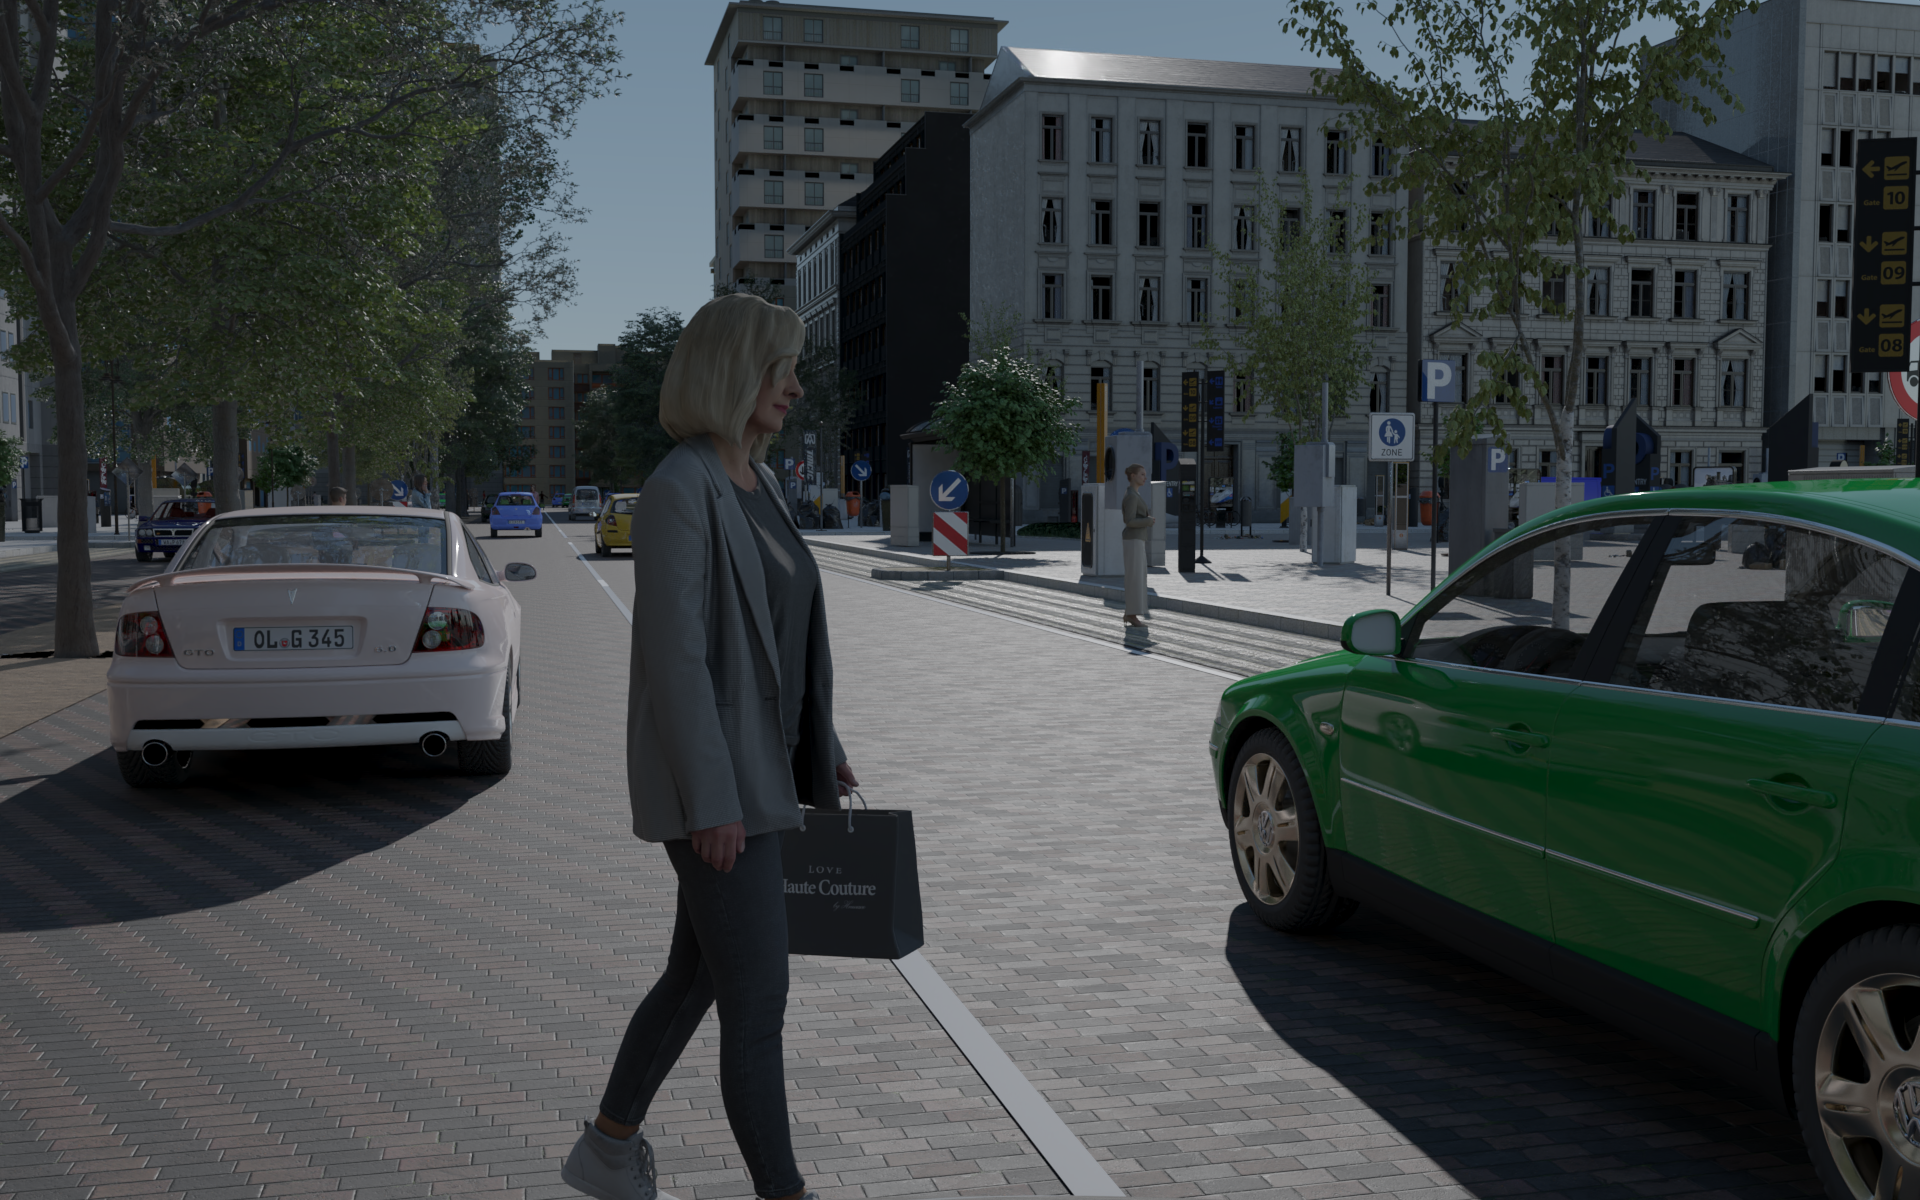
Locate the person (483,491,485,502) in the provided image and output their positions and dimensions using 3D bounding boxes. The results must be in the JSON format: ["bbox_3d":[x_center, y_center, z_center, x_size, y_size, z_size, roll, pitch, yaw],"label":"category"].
[{"bbox_3d":[-53.374,-11.374,194.405,0.705,1.831,1.348,0,4,-7],"label":"person"}]

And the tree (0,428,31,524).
[{"bbox_3d":[-41.627,-5.531,74.139,4.285,4.588,4.351,0,3,0],"label":"tree"}]

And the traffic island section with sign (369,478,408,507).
[{"bbox_3d":[-18.157,-2.934,56.104,2.006,1.907,1.989,-1,4,-14],"label":"traffic island section with sign"}]

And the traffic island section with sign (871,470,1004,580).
[{"bbox_3d":[-0.460,-1.278,29.517,1.989,1.847,2.006,-1,4,-14],"label":"traffic island section with sign"}]

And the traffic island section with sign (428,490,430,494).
[{"bbox_3d":[-55.296,-10.494,180.210,1.989,1.847,2.006,-1,4,-14],"label":"traffic island section with sign"}]

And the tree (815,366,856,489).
[{"bbox_3d":[-7.470,-8.866,95.322,4.360,8.622,3.978,0,3,0],"label":"tree"}]

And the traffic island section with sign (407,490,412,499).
[{"bbox_3d":[-48.800,-8.894,154.046,1.989,1.847,2.006,-1,4,-14],"label":"traffic island section with sign"}]

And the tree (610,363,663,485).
[{"bbox_3d":[-26.534,-14.132,149.184,7.486,12.596,7.792,0,3,0],"label":"tree"}]

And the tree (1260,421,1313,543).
[{"bbox_3d":[8.831,-3.136,45.877,1.663,3.219,1.824,0,3,0],"label":"tree"}]

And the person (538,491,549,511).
[{"bbox_3d":[-36.392,-8.659,150.903,1.217,1.723,0.721,0,4,3],"label":"person"}]

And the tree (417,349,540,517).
[{"bbox_3d":[-31.263,-11.562,108.509,9.611,12.733,9.660,0,3,0],"label":"tree"}]

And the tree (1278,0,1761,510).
[{"bbox_3d":[5.183,-3.977,15.392,4.737,8.622,4.395,0,3,0],"label":"tree"}]

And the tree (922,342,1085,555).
[{"bbox_3d":[0.853,-3.269,37.157,4.285,4.588,4.351,0,3,0],"label":"tree"}]

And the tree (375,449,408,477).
[{"bbox_3d":[-59.857,-15.363,185.591,8.767,10.594,7.601,2,4,26],"label":"tree"}]

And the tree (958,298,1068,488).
[{"bbox_3d":[1.741,-7.021,65.155,4.737,8.622,4.395,0,3,0],"label":"tree"}]

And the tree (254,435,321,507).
[{"bbox_3d":[-36.429,-6.732,93.780,4.285,4.588,4.351,0,3,0],"label":"tree"}]

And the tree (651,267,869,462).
[{"bbox_3d":[-7.934,-8.342,70.801,8.767,10.594,7.601,-1,4,-16],"label":"tree"}]

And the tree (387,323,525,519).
[{"bbox_3d":[-28.686,-10.448,99.030,9.928,11.665,9.643,0,3,0],"label":"tree"}]

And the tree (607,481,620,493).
[{"bbox_3d":[-41.286,-12.977,206.768,1.663,3.219,1.824,0,3,0],"label":"tree"}]

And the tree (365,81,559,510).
[{"bbox_3d":[-24.634,-13.351,76.641,12.611,20.169,13.585,0,3,0],"label":"tree"}]

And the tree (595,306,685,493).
[{"bbox_3d":[-19.430,-12.866,117.010,9.857,13.997,8.962,0,3,0],"label":"tree"}]

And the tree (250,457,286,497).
[{"bbox_3d":[-35.975,-5.848,90.218,1.663,3.219,1.824,0,3,0],"label":"tree"}]

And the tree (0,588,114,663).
[{"bbox_3d":[-7.672,-6.226,14.627,12.009,13.543,11.850,0,3,0],"label":"tree"}]

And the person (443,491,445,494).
[{"bbox_3d":[-48.877,-9.501,164.363,0.617,1.759,0.750,1,4,22],"label":"person"}]

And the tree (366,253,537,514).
[{"bbox_3d":[-26.279,-10.990,88.802,9.857,13.997,8.962,0,3,0],"label":"tree"}]

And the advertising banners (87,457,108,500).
[{"bbox_3d":[-40.420,-5.161,80.572,0.090,3.025,2.074,1,4,20],"label":"advertising banners"}]

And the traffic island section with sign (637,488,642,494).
[{"bbox_3d":[-20.175,-6.143,109.073,1.989,1.847,2.006,-1,4,-14],"label":"traffic island section with sign"}]

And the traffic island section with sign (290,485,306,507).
[{"bbox_3d":[-30.258,-4.318,79.227,1.989,1.847,2.006,-1,4,-14],"label":"traffic island section with sign"}]

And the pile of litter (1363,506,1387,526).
[{"bbox_3d":[16.869,-3.451,70.392,1.719,0.858,1.176,-3,5,-41],"label":"pile of litter"}]

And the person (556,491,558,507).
[{"bbox_3d":[-44.641,-11.164,191.588,0.434,1.755,0.990,0,4,-1],"label":"person"}]

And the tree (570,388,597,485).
[{"bbox_3d":[-39.934,-17.849,198.488,9.857,13.997,8.962,0,3,0],"label":"tree"}]

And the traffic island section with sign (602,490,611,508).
[{"bbox_3d":[-32.249,-9.123,157.796,1.989,1.847,2.006,-1,4,-14],"label":"traffic island section with sign"}]

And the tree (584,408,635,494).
[{"bbox_3d":[-33.526,-14.544,172.199,8.767,10.594,7.601,1,4,22],"label":"tree"}]

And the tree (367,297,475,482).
[{"bbox_3d":[-19.523,-6.701,62.374,4.360,8.622,3.978,0,3,0],"label":"tree"}]

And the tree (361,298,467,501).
[{"bbox_3d":[-18.587,-6.422,57.825,4.737,8.622,4.395,0,3,0],"label":"tree"}]

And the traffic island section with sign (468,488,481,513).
[{"bbox_3d":[-36.247,-7.395,129.041,2.006,1.907,1.989,-1,4,-14],"label":"traffic island section with sign"}]

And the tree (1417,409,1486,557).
[{"bbox_3d":[10.492,-2.498,35.441,1.663,3.219,1.824,0,3,0],"label":"tree"}]

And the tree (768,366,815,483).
[{"bbox_3d":[-9.336,-7.789,77.717,4.360,8.622,3.978,0,3,0],"label":"tree"}]

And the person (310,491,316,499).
[{"bbox_3d":[-76.055,-11.911,203.950,0.721,1.736,1.217,1,4,17],"label":"person"}]

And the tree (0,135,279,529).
[{"bbox_3d":[-29.210,-9.504,62.054,9.857,13.997,8.962,0,3,0],"label":"tree"}]

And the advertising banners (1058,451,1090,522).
[{"bbox_3d":[4.649,-4.545,70.499,0.090,3.025,2.074,-2,4,-33],"label":"advertising banners"}]

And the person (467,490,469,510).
[{"bbox_3d":[-44.595,-9.046,156.533,0.705,1.807,1.348,0,4,7],"label":"person"}]

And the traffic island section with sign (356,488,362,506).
[{"bbox_3d":[-36.847,-5.944,105.815,1.989,1.847,2.006,-1,4,-14],"label":"traffic island section with sign"}]

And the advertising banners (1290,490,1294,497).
[{"bbox_3d":[12.296,-4.134,63.778,0.090,3.025,2.074,2,4,25],"label":"advertising banners"}]

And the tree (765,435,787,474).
[{"bbox_3d":[-14.876,-10.842,127.632,4.737,8.622,4.395,0,3,0],"label":"tree"}]

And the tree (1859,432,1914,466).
[{"bbox_3d":[28.888,-3.637,54.069,1.663,3.219,1.824,0,3,0],"label":"tree"}]

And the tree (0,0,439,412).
[{"bbox_3d":[-10.386,-6.332,24.111,7.486,12.596,7.792,0,3,0],"label":"tree"}]
